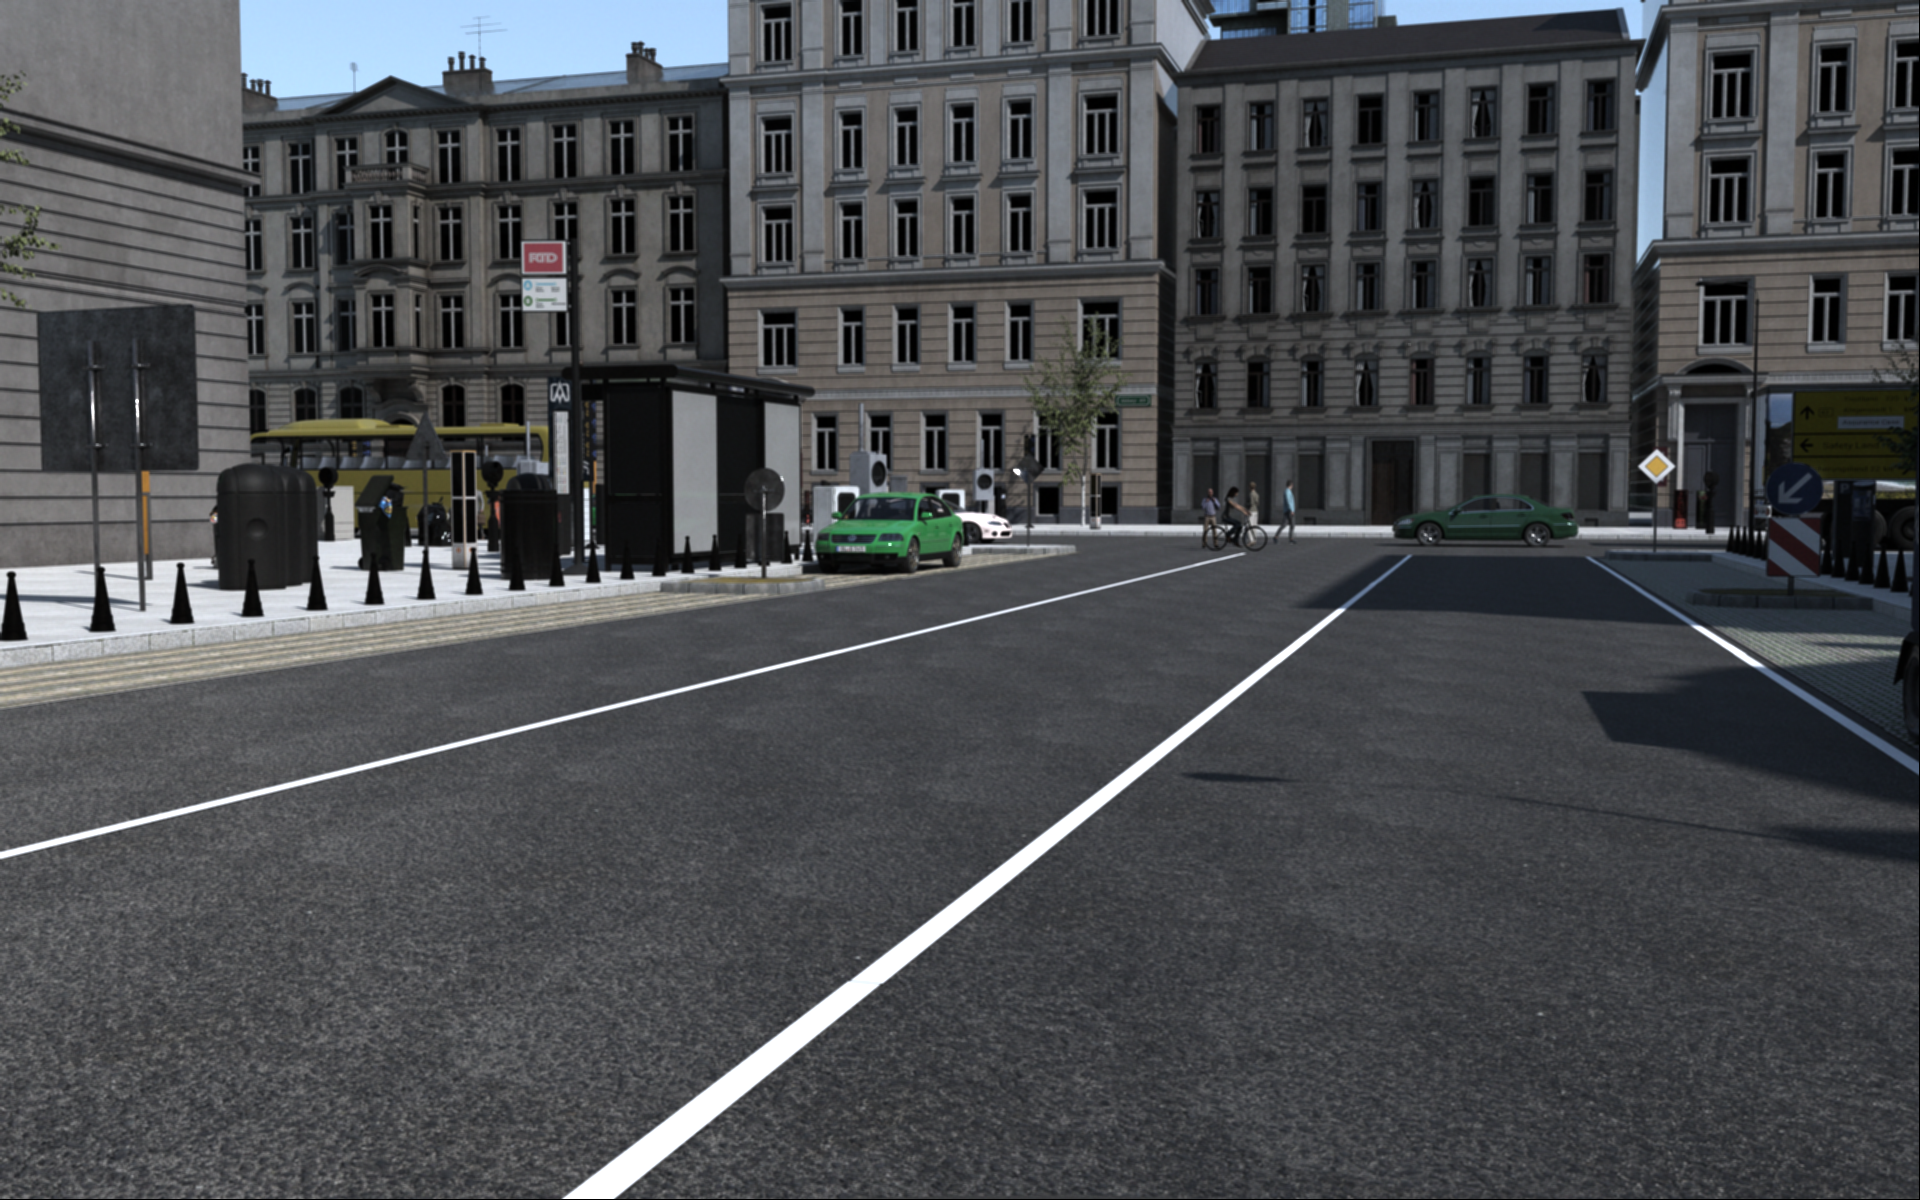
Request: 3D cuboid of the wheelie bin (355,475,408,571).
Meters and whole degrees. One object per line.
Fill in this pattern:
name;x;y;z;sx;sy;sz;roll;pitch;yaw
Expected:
wheelie bin;-9.701;-1.295;29.083;0.980;1.594;0.693;3;5;40

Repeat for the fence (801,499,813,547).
fence;-3.599;-1.746;39.752;2.264;1.192;0.480;-2;4;-31

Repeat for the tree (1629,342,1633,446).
tree;32.685;-8.072;82.346;4.360;8.622;3.978;0;3;0

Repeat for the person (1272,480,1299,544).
person;9.374;-2.530;49.731;0.748;1.841;0.638;1;4;23

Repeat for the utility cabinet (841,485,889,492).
utility cabinet;-2.323;-2.073;42.565;1.173;1.500;0.318;2;4;26

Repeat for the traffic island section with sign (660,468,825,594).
traffic island section with sign;-3.092;-1.037;25.588;1.989;1.847;2.006;1;4;17

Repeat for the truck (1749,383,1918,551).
truck;26.431;-3.382;44.213;11.283;4.237;2.839;1;4;16

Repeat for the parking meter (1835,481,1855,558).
parking meter;17.839;-1.781;34.838;0.255;1.863;0.399;-3;5;-45

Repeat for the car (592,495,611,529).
car;-12.524;-3.232;61.646;4.718;1.807;1.959;1;4;16

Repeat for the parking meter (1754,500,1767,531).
parking meter;27.625;-3.140;59.746;0.372;1.533;0.369;0;3;0

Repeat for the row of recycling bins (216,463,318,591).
row of recycling bins;-9.790;-1.075;24.690;1.069;1.692;3.534;-1;4;-12

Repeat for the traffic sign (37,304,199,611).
traffic sign;-9.255;-1.537;18.999;2.265;3.308;0.079;1;4;21

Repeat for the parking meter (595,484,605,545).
parking meter;-8.994;-2.154;43.626;0.372;1.533;0.369;0;3;0

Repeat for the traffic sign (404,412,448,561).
traffic sign;-8.460;-1.676;27.412;0.884;2.594;0.081;2;4;26

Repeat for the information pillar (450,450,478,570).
information pillar;-8.384;-1.516;29.280;0.304;2.012;0.304;2;4;28

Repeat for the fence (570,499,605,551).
fence;-7.818;-1.708;39.129;2.264;1.192;0.480;1;4;10

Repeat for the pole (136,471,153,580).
pole;-12.171;-1.953;25.778;0.158;3.312;0.155;0;3;0

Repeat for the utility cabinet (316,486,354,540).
utility cabinet;-17.326;-2.406;48.020;0.318;1.500;1.173;1;4;20

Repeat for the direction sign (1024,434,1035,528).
direction sign;2.656;-4.524;65.957;0.379;3.537;0.876;-2;4;-24

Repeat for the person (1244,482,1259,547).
person;7.966;-2.350;47.467;0.362;1.759;0.519;2;4;34

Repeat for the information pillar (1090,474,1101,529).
information pillar;4.919;-3.575;62.949;0.304;2.012;0.304;2;4;34

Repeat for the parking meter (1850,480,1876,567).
parking meter;15.855;-1.346;30.411;0.372;1.533;0.369;0;3;0

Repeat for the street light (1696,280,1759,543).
street light;16.658;-3.980;37.608;1.470;5.913;1.316;1;4;17

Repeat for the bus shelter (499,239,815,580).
bus shelter;-5.125;-3.186;29.718;2.179;5.291;8.768;1;4;17

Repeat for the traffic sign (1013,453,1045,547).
traffic sign;1.670;-2.360;42.233;0.795;2.450;0.064;1;4;17

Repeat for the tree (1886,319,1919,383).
tree;32.793;-6.563;57.666;4.360;8.622;3.978;0;3;0

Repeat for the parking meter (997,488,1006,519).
parking meter;1.715;-3.828;71.006;0.372;1.533;0.369;0;3;0

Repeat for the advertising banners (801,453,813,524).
advertising banners;-6.564;-4.791;74.523;0.090;3.025;2.074;1;4;21

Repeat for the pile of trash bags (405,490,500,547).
pile of trash bags;-12.831;-2.029;42.922;3.447;1.369;1.912;-1;4;-11

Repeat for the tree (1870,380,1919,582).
tree;14.457;-1.869;25.154;1.663;3.219;1.824;0;3;0

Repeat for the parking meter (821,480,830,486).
parking meter;-5.769;-4.208;74.509;0.255;1.863;0.399;3;4;36

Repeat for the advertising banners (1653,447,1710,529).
advertising banners;26.509;-4.123;63.593;2.074;3.025;0.090;2;4;27

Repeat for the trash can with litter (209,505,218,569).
trash can with litter;-12.654;-1.122;29.730;0.624;1.170;1.055;-3;4;-36

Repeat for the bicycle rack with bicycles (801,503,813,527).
bicycle rack with bicycles;-6.174;-3.377;68.597;2.925;0.926;2.852;2;4;26

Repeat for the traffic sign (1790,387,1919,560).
traffic sign;17.239;-2.417;33.384;2.265;3.308;0.079;1;4;17

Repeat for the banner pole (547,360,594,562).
banner pole;-7.342;-2.601;32.550;0.863;3.779;0.401;0;4;4

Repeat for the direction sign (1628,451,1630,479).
direction sign;35.516;-6.095;91.649;0.876;3.537;0.379;0;4;-5

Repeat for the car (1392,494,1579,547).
car;14.447;-2.198;47.728;4.920;1.459;2.131;1;4;16

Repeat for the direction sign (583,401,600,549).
direction sign;-8.652;-2.970;40.553;0.379;3.537;0.876;0;4;5

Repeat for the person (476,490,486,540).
person;-14.880;-2.722;53.130;0.709;1.813;0.853;0;4;3

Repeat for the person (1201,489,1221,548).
person;6.660;-2.168;46.016;0.516;1.574;0.319;0;4;4

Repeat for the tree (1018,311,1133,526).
tree;4.693;-7.264;69.121;4.737;8.622;4.395;0;3;0

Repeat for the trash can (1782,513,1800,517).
trash can;30.361;-3.159;63.299;0.748;1.137;0.748;0;3;0

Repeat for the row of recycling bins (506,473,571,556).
row of recycling bins;-8.598;-1.721;35.251;1.069;1.692;3.534;0;4;-5

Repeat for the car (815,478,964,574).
car;-1.264;-1.449;32.490;1.959;1.807;4.718;1;4;16

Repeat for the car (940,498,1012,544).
car;-0.855;-2.337;50.568;4.827;1.381;2.083;1;4;18

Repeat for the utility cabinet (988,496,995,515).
utility cabinet;1.183;-3.454;67.627;0.306;1.237;1.020;0;4;-2

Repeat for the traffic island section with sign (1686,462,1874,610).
traffic island section with sign;10.531;-0.842;22.394;1.989;1.847;2.006;1;4;17

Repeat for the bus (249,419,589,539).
bus;-18.049;-3.980;56.619;12.252;3.916;2.896;1;4;18

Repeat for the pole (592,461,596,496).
pole;-15.956;-4.994;75.502;0.158;3.312;0.155;0;3;0

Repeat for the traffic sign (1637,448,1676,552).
traffic sign;15.291;-2.106;38.071;0.795;2.450;0.064;1;4;17

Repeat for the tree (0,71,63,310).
tree;-14.140;-4.393;22.191;4.737;8.622;4.395;0;3;0
